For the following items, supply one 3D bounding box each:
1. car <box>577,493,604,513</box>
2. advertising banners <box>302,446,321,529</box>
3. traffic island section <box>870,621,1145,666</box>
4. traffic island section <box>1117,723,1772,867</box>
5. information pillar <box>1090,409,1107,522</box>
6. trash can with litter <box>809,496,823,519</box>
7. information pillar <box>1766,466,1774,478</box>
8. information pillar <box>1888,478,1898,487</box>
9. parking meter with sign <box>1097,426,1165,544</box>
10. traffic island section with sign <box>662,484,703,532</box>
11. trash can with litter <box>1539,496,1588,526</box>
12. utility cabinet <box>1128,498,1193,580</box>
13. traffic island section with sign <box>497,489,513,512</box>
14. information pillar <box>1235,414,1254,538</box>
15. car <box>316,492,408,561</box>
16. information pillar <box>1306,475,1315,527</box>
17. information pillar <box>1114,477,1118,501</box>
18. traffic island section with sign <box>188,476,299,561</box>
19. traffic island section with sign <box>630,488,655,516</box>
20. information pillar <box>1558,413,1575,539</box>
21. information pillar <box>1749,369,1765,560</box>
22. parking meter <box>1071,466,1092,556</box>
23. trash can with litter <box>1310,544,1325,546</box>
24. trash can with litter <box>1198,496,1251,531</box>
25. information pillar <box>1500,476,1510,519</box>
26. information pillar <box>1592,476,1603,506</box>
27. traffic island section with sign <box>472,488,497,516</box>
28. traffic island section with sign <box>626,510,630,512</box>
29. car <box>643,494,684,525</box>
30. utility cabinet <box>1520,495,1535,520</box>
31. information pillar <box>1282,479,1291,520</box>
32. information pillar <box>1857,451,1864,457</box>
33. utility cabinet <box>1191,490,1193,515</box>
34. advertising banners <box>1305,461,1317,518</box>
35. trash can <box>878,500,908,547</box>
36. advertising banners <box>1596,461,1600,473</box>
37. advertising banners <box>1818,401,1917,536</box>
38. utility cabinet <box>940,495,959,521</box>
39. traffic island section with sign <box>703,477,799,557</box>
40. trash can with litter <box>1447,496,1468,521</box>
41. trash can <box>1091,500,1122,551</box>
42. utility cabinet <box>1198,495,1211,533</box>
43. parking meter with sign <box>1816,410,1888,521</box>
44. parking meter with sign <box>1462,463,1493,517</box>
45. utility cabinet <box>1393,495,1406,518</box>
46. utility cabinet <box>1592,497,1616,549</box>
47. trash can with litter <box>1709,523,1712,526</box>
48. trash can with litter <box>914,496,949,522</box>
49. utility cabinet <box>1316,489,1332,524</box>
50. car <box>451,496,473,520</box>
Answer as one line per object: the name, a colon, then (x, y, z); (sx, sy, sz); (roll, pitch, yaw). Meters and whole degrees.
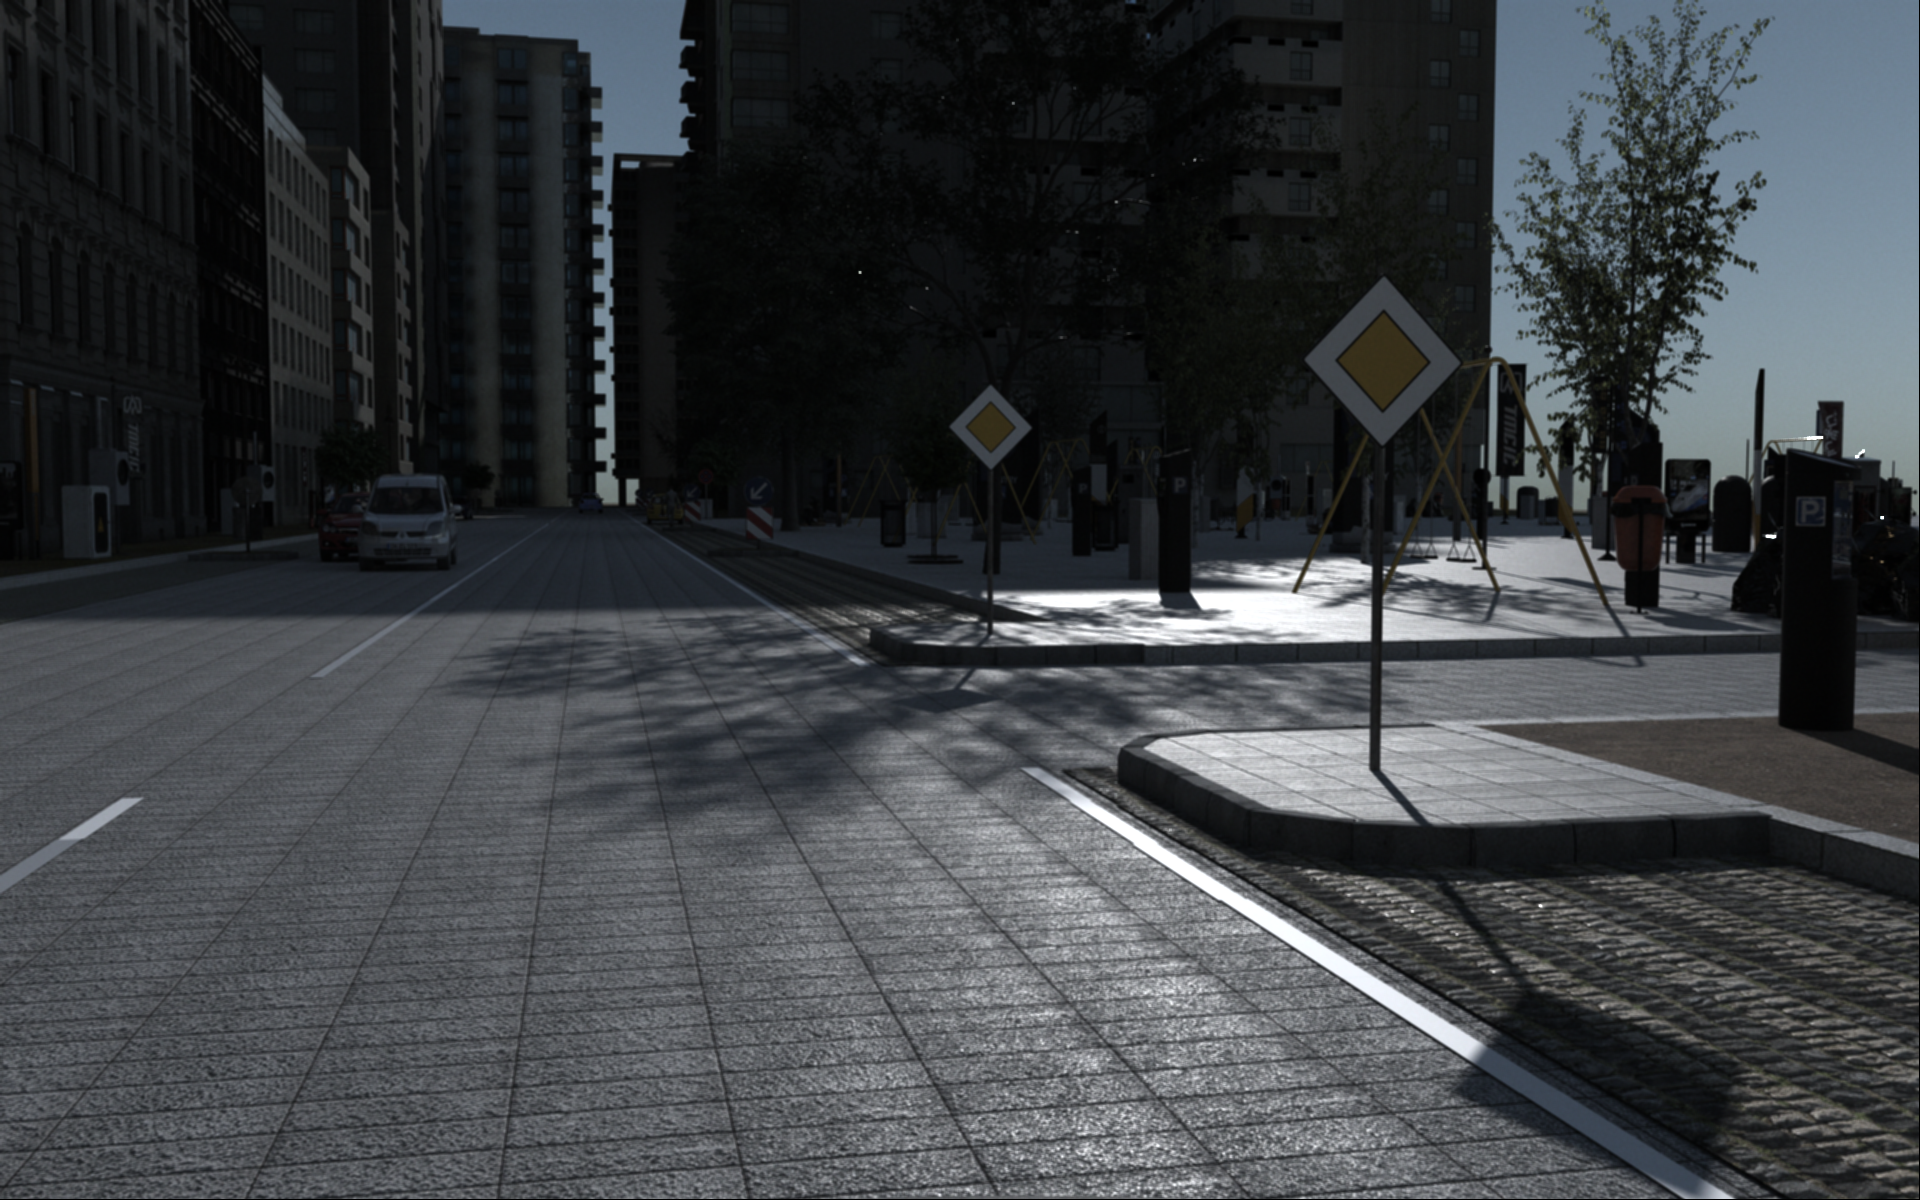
car: (-27.762, -7.377, 130.199); (1.945, 1.707, 3.694); (-1, 4, -13)
advertising banners: (-24.075, -4.164, 64.265); (0.090, 3.025, 2.074); (0, 4, -4)
traffic island section: (0.294, 0.391, 15.888); (2.009, 0.180, 2.903); (-1, 4, -12)
traffic island section: (1.948, 0.869, 8.076); (2.009, 0.180, 2.903); (-1, 4, -12)
information pillar: (3.832, -3.457, 47.875); (0.504, 3.616, 0.183); (0, 4, 3)
trash can with litter: (-7.292, -4.807, 89.982); (1.055, 1.170, 0.624); (1, 4, 16)
information pillar: (21.239, -2.492, 45.238); (0.304, 2.012, 0.304); (3, 5, 39)
information pillar: (42.107, -4.508, 78.200); (0.304, 2.012, 0.304); (-1, 4, -14)
parking meter with sign: (4.419, -2.969, 44.802); (1.738, 3.016, 0.543); (1, 4, 9)
traffic island section with sign: (-10.466, -3.552, 66.699); (1.989, 1.847, 2.006); (-1, 4, -12)
trash can with litter: (24.702, -3.669, 71.049); (2.233, 1.210, 1.678); (0, 4, 6)
utility cabinet: (3.032, -0.915, 26.120); (1.020, 1.237, 0.306); (-2, 4, -33)
traffic island section with sign: (-37.123, -8.014, 139.650); (1.989, 1.847, 2.006); (-1, 4, -12)
information pillar: (8.244, -3.597, 50.173); (0.504, 3.616, 0.183); (0, 4, -4)
car: (-13.048, -1.793, 38.358); (2.155, 1.783, 4.494); (-1, 4, -13)
information pillar: (13.706, -3.867, 67.721); (0.304, 2.012, 0.304); (1, 4, 13)
information pillar: (6.746, -4.220, 73.487); (0.304, 2.012, 0.304); (3, 5, 43)
traffic island section with sign: (-15.543, -1.778, 37.701); (1.989, 1.847, 2.006); (-1, 4, -12)
traffic island section with sign: (-20.832, -6.545, 115.646); (1.989, 1.847, 2.006); (-1, 4, -12)
information pillar: (17.553, -3.594, 50.119); (0.183, 3.616, 0.504); (-2, 4, -28)
information pillar: (15.037, -2.525, 32.643); (0.183, 3.616, 0.504); (1, 4, 17)
parking meter: (2.507, -1.845, 35.883); (0.399, 1.863, 0.255); (0, 4, -8)
trash can with litter: (9.578, -1.894, 42.032); (1.678, 1.210, 2.233); (0, 4, -8)
trash can with litter: (9.284, -3.055, 61.014); (2.233, 1.210, 1.678); (-1, 4, -12)
information pillar: (28.296, -6.029, 89.930); (0.504, 3.616, 0.183); (-1, 4, -14)
information pillar: (25.622, -3.983, 69.621); (0.304, 2.012, 0.304); (-3, 5, -44)
traffic island section with sign: (-31.514, -6.395, 113.192); (1.989, 1.847, 2.006); (-1, 4, -12)
traffic island section with sign: (-26.472, -8.176, 142.299); (1.989, 1.847, 2.006); (-1, 4, -12)
car: (-14.050, -4.417, 82.445); (2.015, 1.641, 3.980); (-1, 4, -10)
utility cabinet: (28.683, -4.672, 87.551); (0.306, 1.237, 1.020); (0, 4, -7)
information pillar: (15.948, -4.905, 84.689); (0.304, 2.012, 0.304); (-2, 4, -27)
information pillar: (48.810, -6.282, 94.059); (0.504, 3.616, 0.183); (0, 4, -4)
utility cabinet: (11.325, -4.820, 87.486); (1.173, 1.500, 0.318); (-1, 4, -18)
advertising banners: (19.014, -5.927, 93.094); (0.090, 3.025, 2.074); (3, 4, 38)
trash can: (-1.617, -1.850, 41.902); (0.748, 1.137, 0.748); (0, 3, 0)
advertising banners: (34.076, -5.803, 91.074); (0.090, 3.025, 2.074); (-1, 4, -20)
advertising banners: (17.134, -2.237, 32.761); (2.074, 3.025, 0.090); (0, 4, -8)
utility cabinet: (-0.577, -4.377, 82.730); (1.020, 1.237, 0.306); (1, 4, 10)
traffic island section with sign: (-4.826, -1.922, 40.057); (1.989, 1.847, 2.006); (-1, 4, -12)
trash can with litter: (23.728, -4.360, 82.668); (0.624, 1.170, 1.055); (-3, 4, -36)
trash can: (3.278, -1.680, 39.121); (0.748, 1.137, 0.748); (0, 3, 0)
utility cabinet: (8.214, -2.871, 58.107); (0.306, 1.237, 1.020); (0, 4, 2)
parking meter with sign: (18.629, -2.420, 35.823); (1.738, 3.016, 0.543); (-1, 4, -11)
parking meter with sign: (29.153, -6.200, 97.632); (1.738, 3.016, 0.543); (0, 4, 2)
utility cabinet: (23.846, -5.098, 94.513); (1.020, 1.237, 0.306); (-1, 4, -23)
utility cabinet: (15.338, -1.794, 40.496); (1.020, 1.237, 0.306); (2, 4, 28)
trash can with litter: (30.098, -3.541, 68.955); (1.678, 1.210, 2.233); (-1, 4, -19)
trash can with litter: (-1.596, -4.197, 79.674); (2.233, 1.210, 1.678); (2, 4, 31)
utility cabinet: (15.442, -3.958, 73.394); (0.318, 1.500, 1.173); (2, 4, 29)
car: (-28.217, -5.146, 96.722); (1.945, 1.354, 3.894); (-1, 4, -11)
